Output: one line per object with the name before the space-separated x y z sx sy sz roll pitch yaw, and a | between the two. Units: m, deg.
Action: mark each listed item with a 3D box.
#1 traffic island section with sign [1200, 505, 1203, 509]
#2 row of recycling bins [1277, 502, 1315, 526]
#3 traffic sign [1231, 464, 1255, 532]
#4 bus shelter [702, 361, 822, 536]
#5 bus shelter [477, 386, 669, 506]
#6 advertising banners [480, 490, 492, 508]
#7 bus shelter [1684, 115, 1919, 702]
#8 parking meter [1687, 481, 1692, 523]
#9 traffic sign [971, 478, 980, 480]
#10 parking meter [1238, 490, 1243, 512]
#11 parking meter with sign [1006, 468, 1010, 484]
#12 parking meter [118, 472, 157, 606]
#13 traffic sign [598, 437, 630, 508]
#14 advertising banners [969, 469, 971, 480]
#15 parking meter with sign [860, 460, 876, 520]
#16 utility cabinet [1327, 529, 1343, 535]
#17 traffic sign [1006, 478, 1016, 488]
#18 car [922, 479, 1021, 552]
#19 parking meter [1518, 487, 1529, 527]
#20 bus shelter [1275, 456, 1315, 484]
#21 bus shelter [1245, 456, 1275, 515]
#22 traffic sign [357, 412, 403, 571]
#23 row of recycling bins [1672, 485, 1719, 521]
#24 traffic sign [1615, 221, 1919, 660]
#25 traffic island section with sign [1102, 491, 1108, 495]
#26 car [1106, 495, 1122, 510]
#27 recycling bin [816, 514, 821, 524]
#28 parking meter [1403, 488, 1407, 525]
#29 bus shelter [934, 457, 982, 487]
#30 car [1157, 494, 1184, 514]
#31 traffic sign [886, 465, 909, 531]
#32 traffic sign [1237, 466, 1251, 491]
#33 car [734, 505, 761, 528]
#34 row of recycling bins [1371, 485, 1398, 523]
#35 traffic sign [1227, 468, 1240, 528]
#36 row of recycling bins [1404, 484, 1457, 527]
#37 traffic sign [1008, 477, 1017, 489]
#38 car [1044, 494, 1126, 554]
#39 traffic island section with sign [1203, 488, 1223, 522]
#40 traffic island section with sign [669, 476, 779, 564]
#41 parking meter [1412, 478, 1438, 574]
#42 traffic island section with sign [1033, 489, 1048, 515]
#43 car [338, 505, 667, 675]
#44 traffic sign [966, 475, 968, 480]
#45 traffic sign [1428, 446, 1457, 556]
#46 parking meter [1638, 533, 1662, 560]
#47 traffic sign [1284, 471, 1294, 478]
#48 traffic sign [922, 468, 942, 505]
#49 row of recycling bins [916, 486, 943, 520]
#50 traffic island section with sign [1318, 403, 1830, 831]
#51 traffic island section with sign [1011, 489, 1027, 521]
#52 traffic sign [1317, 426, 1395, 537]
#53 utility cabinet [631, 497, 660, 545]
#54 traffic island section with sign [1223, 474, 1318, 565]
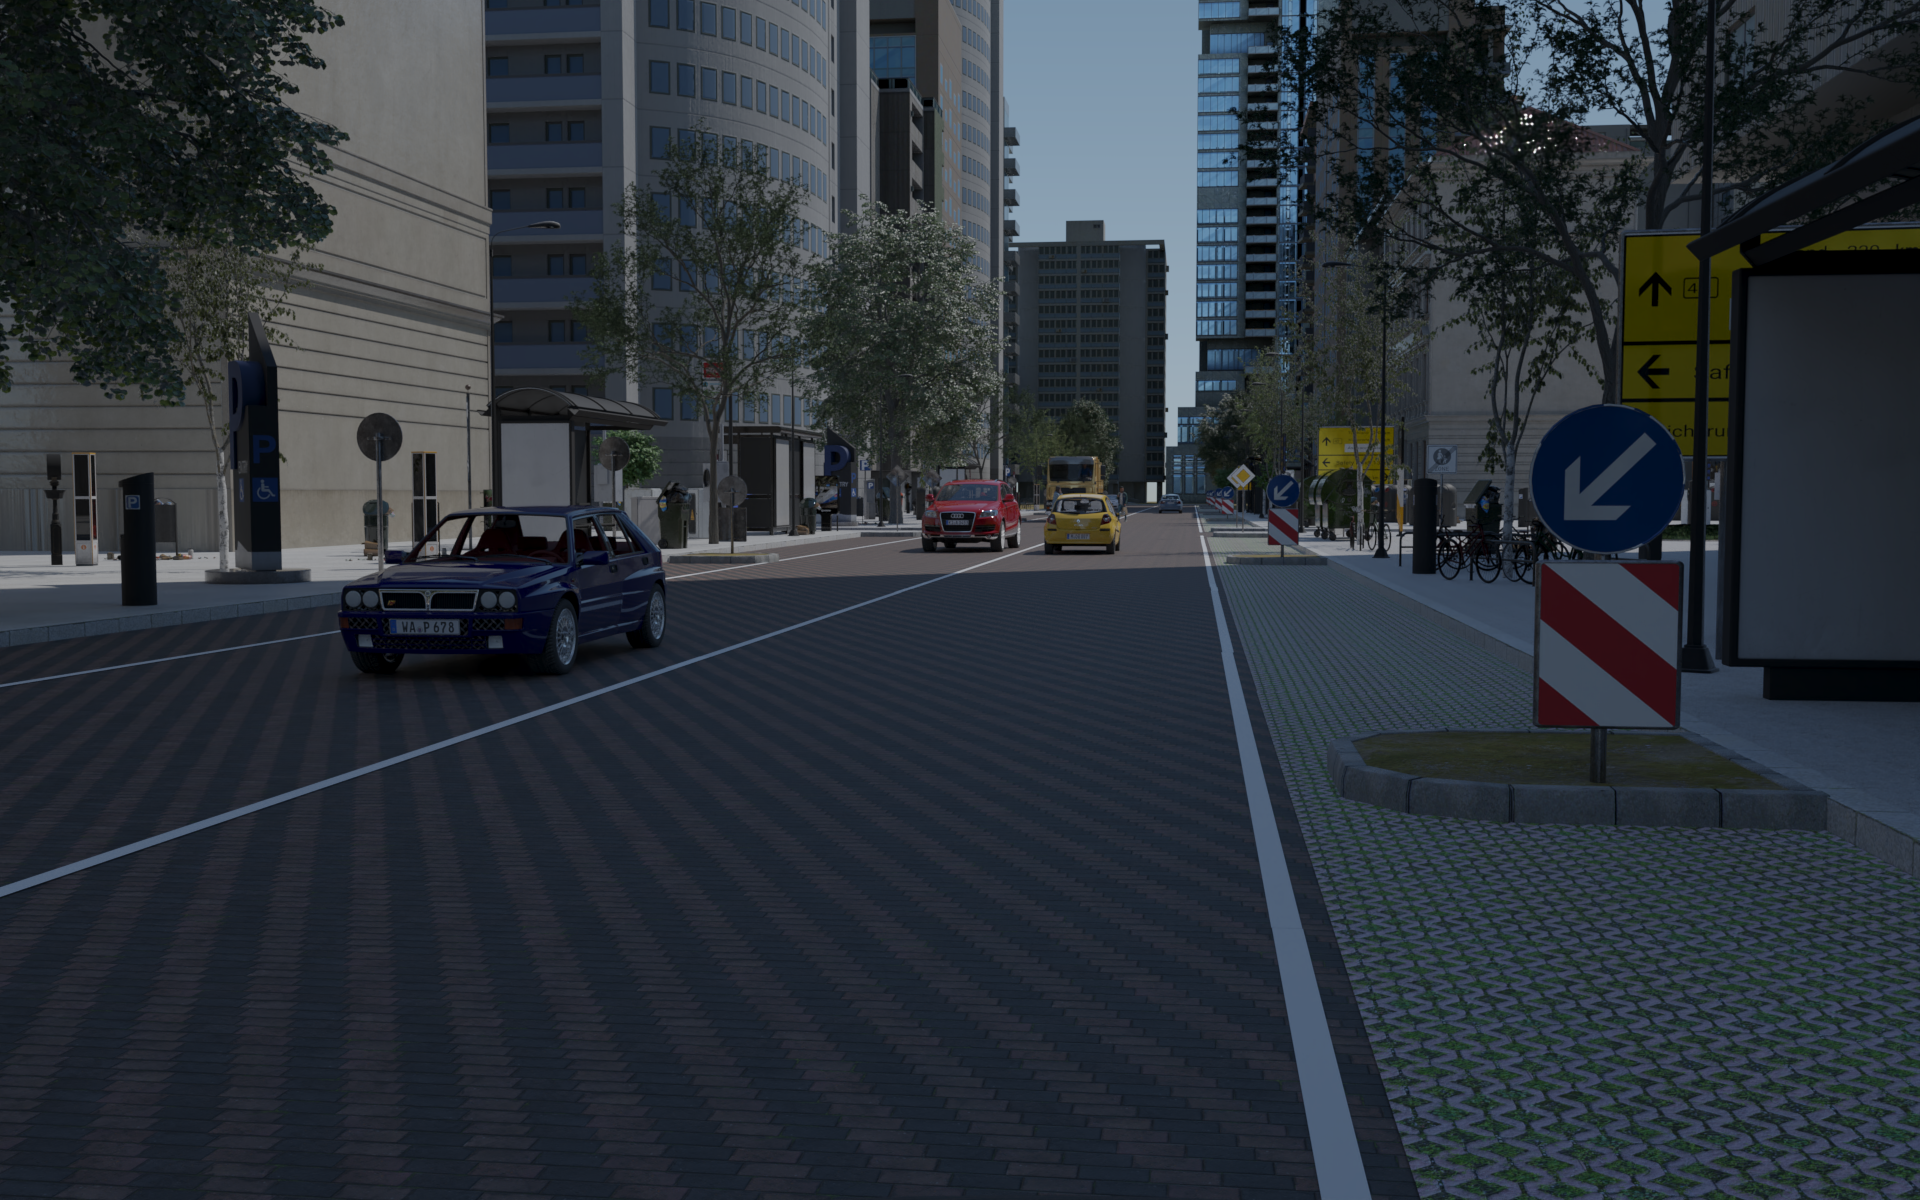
traffic island section with sign | 17.449 -6.639 117.182 1.989 1.847 2.006 0 4 8
row of recycling bins | 13.795 -3.816 69.499 1.069 1.692 3.534 3 5 42
traffic sign | 9.442 -3.311 57.770 0.795 2.450 0.064 0 4 8
bus shelter | -6.338 -4.714 54.714 2.179 5.291 8.768 0 4 8
bus shelter | -7.742 -2.533 35.333 2.014 3.302 5.546 0 4 8
advertising banners | -12.686 -3.270 49.653 2.074 3.025 0.090 -1 4 -17
bus shelter | 5.244 -0.872 8.186 2.014 3.302 5.546 0 4 7
parking meter | 27.872 -3.678 65.841 0.399 1.863 0.255 0 4 8
traffic sign | 1.037 -6.812 113.500 0.606 2.300 0.079 0 4 8
parking meter | 19.614 -6.890 121.067 0.372 1.533 0.369 0 3 0
parking meter with sign | 2.537 -7.316 115.871 1.738 3.016 0.543 3 5 44
parking meter | -9.475 -0.706 19.960 0.372 1.533 0.369 0 3 0
traffic sign | -7.667 -2.339 38.350 0.768 2.556 0.104 1 4 16
advertising banners | 0.576 -7.812 123.911 0.090 3.025 2.074 -1 4 -9
parking meter with sign | -4.619 -5.595 87.738 0.543 3.016 1.738 -1 4 -16
utility cabinet | 11.705 -2.778 54.105 0.318 1.500 1.173 2 4 25
traffic sign | 3.536 -7.302 120.570 0.795 2.450 0.064 1 4 10
car | 0.348 -2.200 44.648 2.281 1.827 5.304 1 4 9
parking meter | 21.713 -3.569 66.770 0.372 1.533 0.369 0 3 0
bus shelter | 18.403 -6.221 95.630 2.014 3.302 5.546 0 4 8
bus shelter | 19.191 -7.302 110.673 1.731 3.624 6.357 0 4 7
traffic sign | -9.067 -1.648 27.051 0.768 2.556 0.104 1 4 9
row of recycling bins | 35.804 -4.663 83.350 3.534 1.692 1.069 1 4 15
traffic sign | 6.202 -1.185 13.255 2.265 3.308 0.079 1 4 12
traffic island section with sign | 16.438 -11.425 195.422 1.989 1.847 2.006 0 4 8
car | 13.942 -8.956 158.800 2.083 1.381 4.827 0 4 7
recycling bin | -5.834 -3.842 75.368 0.722 1.027 0.722 2 4 29
parking meter | 18.578 -3.933 72.708 0.372 1.533 0.369 0 3 0
bus shelter | -0.138 -6.209 95.442 2.014 3.302 5.546 0 4 8
car | 15.605 -7.121 128.424 2.014 1.417 4.499 0 4 7
traffic sign | -2.145 -3.407 59.342 0.795 2.450 0.064 0 4 8
traffic sign | 20.895 -7.921 123.378 2.265 3.308 0.079 1 4 16
car | -9.248 -3.429 65.655 3.694 1.707 1.945 0 4 7
row of recycling bins | 19.348 -4.355 78.322 1.069 1.692 3.534 -1 4 -21
traffic sign | 10.505 -3.795 65.685 0.795 2.450 0.064 0 4 8
row of recycling bins | 18.998 -3.829 69.714 1.069 1.692 3.534 0 4 -6
traffic sign | 3.773 -7.716 126.257 0.768 2.556 0.104 1 4 13
car | 3.047 -1.981 42.614 2.015 1.641 3.980 0 4 8
traffic island section with sign | 13.860 -5.005 90.466 1.989 1.847 2.006 0 4 8
traffic island section with sign | -4.901 -1.709 36.565 1.989 1.847 2.006 0 4 8
parking meter | 7.477 -1.189 27.854 0.372 1.533 0.369 0 3 0
traffic island section with sign | 6.085 -6.713 118.379 1.989 1.847 2.006 0 4 8
car | -3.823 -0.149 15.013 1.945 1.354 3.894 0 4 7
traffic sign | 0.048 -6.022 98.568 0.768 2.556 0.104 1 4 15
traffic sign | 10.018 -2.074 36.046 0.606 2.300 0.079 1 4 15
parking meter | 13.143 -1.664 32.914 0.399 1.863 0.255 -1 4 -15
traffic sign | 13.995 -4.409 74.212 0.606 2.300 0.079 1 4 12
traffic sign | -1.082 -3.891 67.256 0.795 2.450 0.064 0 4 8
row of recycling bins | -1.169 -4.877 86.854 1.069 1.692 3.534 2 4 24
traffic island section with sign | 2.835 0.015 8.390 1.989 1.847 2.006 0 4 8
traffic island section with sign | 2.501 -5.079 91.662 1.989 1.847 2.006 0 4 8
traffic sign | 11.825 -3.542 51.786 2.265 3.308 0.079 1 4 11
utility cabinet | -7.837 -1.999 43.853 0.306 1.237 1.020 3 5 43
traffic island section with sign | 6.494 -1.650 35.612 1.989 1.847 2.006 0 4 8
